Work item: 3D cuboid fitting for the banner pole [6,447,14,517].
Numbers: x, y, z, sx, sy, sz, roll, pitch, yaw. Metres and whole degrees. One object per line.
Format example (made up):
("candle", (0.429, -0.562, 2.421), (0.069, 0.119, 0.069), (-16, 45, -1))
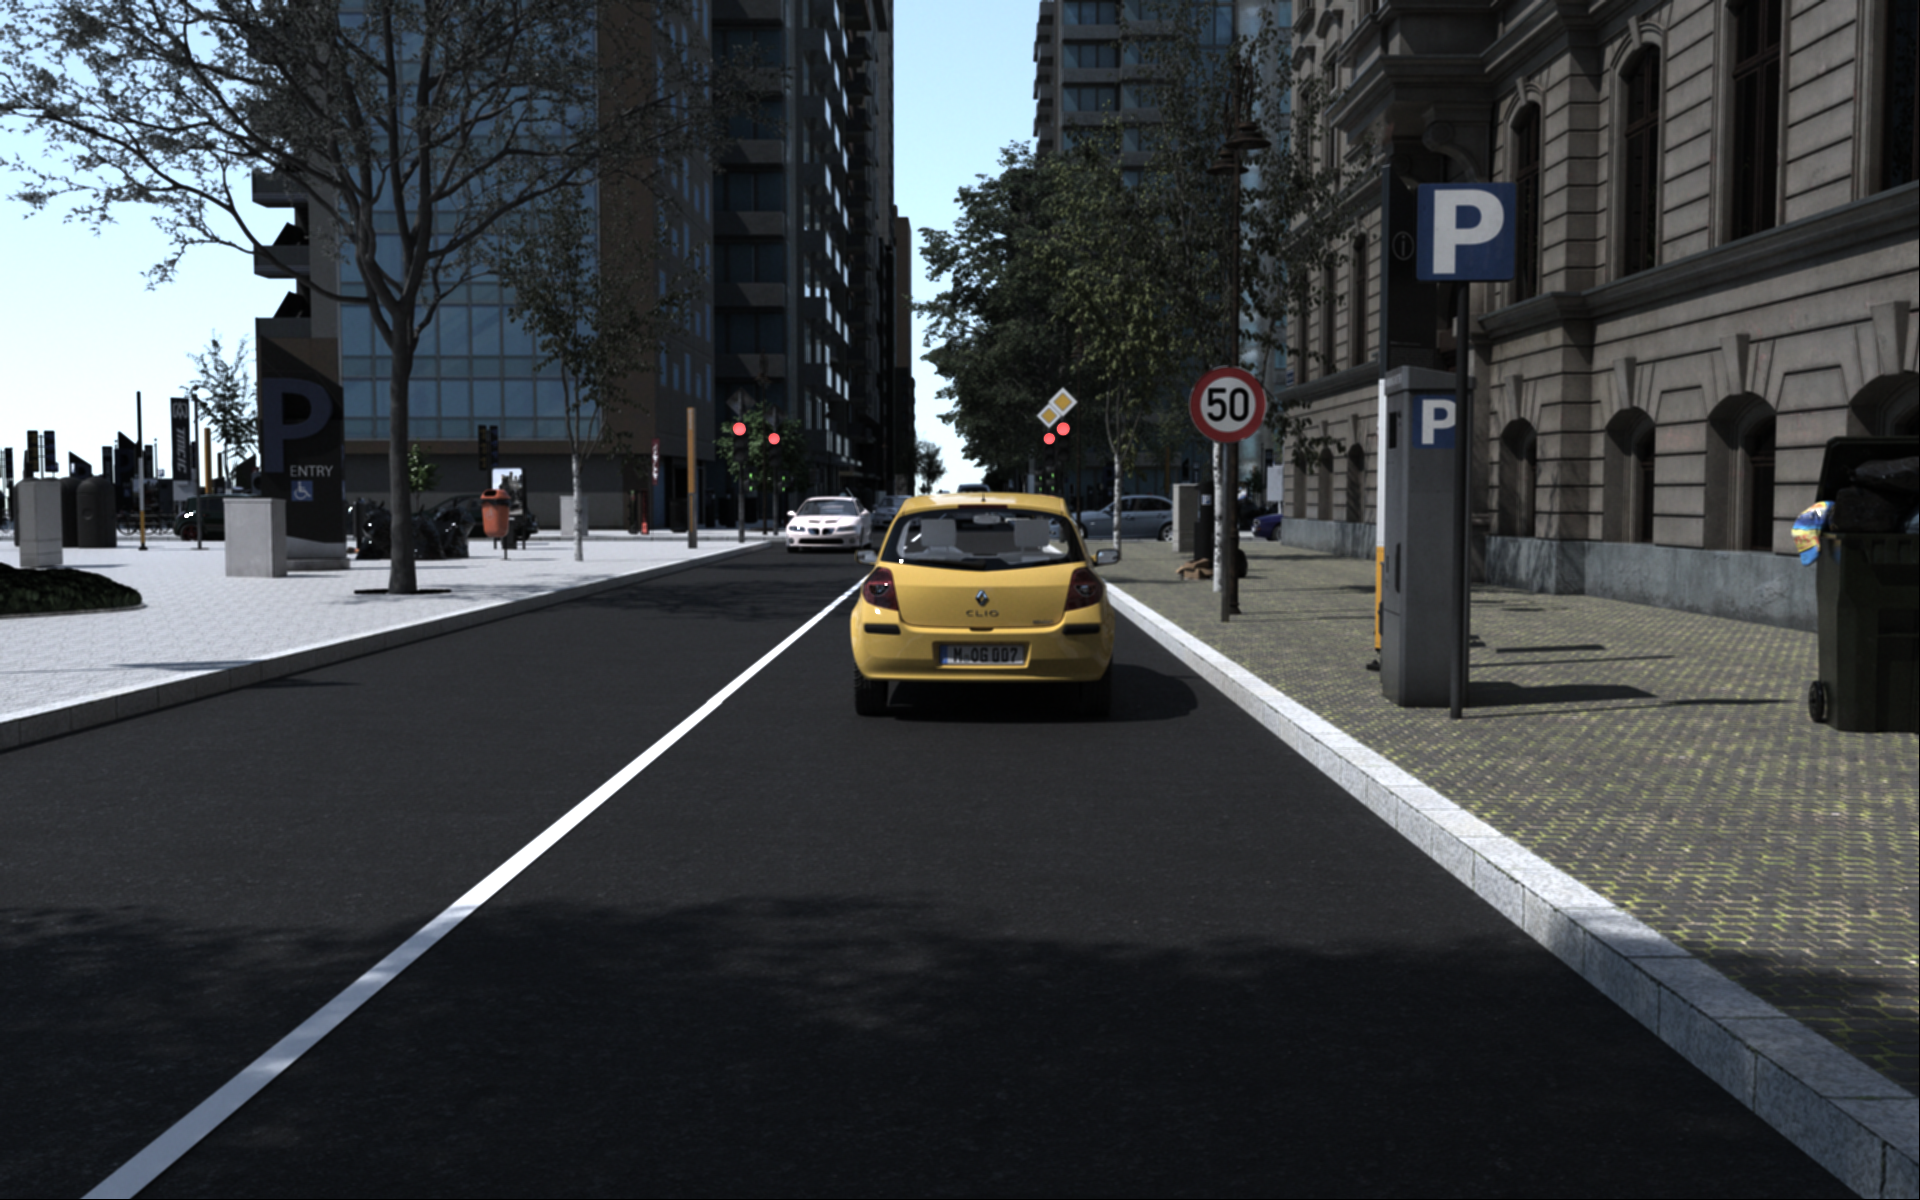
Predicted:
("banner pole", (-50.849, -6.282, 92.728), (0.863, 3.779, 0.401), (2, 4, 30))

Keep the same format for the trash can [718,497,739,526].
("trash can", (-9.534, -3.605, 70.591), (0.748, 1.137, 0.748), (0, 3, 0))

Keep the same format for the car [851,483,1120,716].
("car", (0.191, -0.149, 12.653), (2.015, 1.641, 3.980), (0, 4, 2))

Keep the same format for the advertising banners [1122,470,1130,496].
("advertising banners", (11.866, -7.816, 123.982), (0.090, 3.025, 2.074), (-1, 4, -9))

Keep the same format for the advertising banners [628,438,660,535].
("advertising banners", (-9.950, -3.570, 54.560), (0.090, 3.025, 2.074), (-3, 4, -38))

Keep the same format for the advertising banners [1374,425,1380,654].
("advertising banners", (3.480, -1.108, 14.305), (0.090, 3.025, 2.074), (1, 4, 14))

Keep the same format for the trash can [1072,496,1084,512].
("trash can", (7.062, -5.615, 103.453), (0.748, 1.137, 0.748), (0, 3, 0))

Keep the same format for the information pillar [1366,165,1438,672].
("information pillar", (3.229, -1.297, 12.559), (0.504, 3.616, 0.183), (-2, 4, -28))

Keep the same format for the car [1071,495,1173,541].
("car", (4.741, -2.308, 49.742), (4.499, 1.417, 2.014), (0, 4, 1))

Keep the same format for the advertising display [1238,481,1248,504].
("advertising display", (14.141, -5.045, 87.703), (0.974, 1.923, 0.123), (3, 4, 38))

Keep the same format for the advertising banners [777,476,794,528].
("advertising banners", (-6.653, -4.273, 66.058), (0.090, 3.025, 2.074), (-2, 4, -25))

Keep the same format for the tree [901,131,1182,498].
("tree", (3.132, -9.415, 60.594), (9.857, 13.997, 8.962), (0, 3, 0))

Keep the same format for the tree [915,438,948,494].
("tree", (-5.566, -21.557, 286.871), (8.767, 10.594, 7.601), (3, 4, 36))

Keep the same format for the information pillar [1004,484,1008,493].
("information pillar", (3.185, -7.096, 120.509), (0.304, 2.012, 0.304), (0, 4, 5))

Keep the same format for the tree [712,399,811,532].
("tree", (-6.813, -4.647, 59.696), (4.285, 4.588, 4.351), (0, 3, 0))

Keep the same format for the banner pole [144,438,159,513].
("banner pole", (-36.147, -5.353, 77.531), (0.401, 3.779, 0.863), (1, 4, 23))

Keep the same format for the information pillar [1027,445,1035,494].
("information pillar", (3.008, -5.020, 73.435), (0.183, 3.616, 0.504), (2, 4, 35))

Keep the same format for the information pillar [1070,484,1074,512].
("information pillar", (8.064, -7.363, 124.882), (0.304, 2.012, 0.304), (1, 4, 8))

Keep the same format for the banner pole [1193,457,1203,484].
("banner pole", (15.942, -7.696, 115.847), (0.863, 3.779, 0.401), (-1, 4, -16))

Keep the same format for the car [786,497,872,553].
("car", (-3.264, -1.925, 43.842), (2.083, 1.381, 4.827), (0, 4, 2))

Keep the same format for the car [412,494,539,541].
("car", (-14.446, -2.495, 50.575), (4.222, 1.686, 2.009), (0, 4, 2))

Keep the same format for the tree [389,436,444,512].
("tree", (-18.169, -3.883, 58.095), (1.663, 3.219, 1.824), (0, 3, 0))

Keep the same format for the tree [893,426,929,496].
("tree", (-5.361, -14.518, 187.739), (4.360, 8.622, 3.978), (0, 3, 0))

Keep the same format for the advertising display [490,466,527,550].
("advertising display", (-10.443, -2.133, 40.089), (0.974, 1.923, 0.123), (2, 4, 26))

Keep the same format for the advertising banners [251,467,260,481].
("advertising banners", (-45.705, -6.986, 110.416), (2.074, 3.025, 0.090), (-1, 4, -18))

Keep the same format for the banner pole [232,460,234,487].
("banner pole", (-53.564, -8.418, 127.659), (0.401, 3.779, 0.863), (-1, 4, -19))

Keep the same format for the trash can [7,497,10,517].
("trash can", (-53.068, -5.227, 97.120), (0.748, 1.137, 0.748), (0, 3, 0))

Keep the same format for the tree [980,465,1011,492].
("tree", (4.281, -12.894, 194.522), (4.285, 4.588, 4.351), (0, 3, 0))

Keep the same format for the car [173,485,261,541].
("car", (-19.960, -2.390, 48.863), (4.222, 1.686, 2.009), (0, 4, -1))

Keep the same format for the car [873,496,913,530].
("car", (-2.523, -3.605, 71.298), (2.083, 1.381, 4.827), (0, 4, 1))

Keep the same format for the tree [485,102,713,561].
("tree", (-7.086, -5.037, 32.714), (4.360, 8.622, 3.978), (0, 3, 0))

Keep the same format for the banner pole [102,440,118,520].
("banner pole", (-39.015, -5.483, 79.671), (0.401, 3.779, 0.863), (3, 5, 43))

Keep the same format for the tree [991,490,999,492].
("tree", (4.411, -13.306, 212.156), (1.663, 3.219, 1.824), (0, 3, 0))

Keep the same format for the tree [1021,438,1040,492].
("tree", (4.890, -11.071, 131.372), (4.360, 8.622, 3.978), (0, 3, 0))

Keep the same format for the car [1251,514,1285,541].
("car", (10.277, -2.240, 49.209), (3.894, 1.354, 1.945), (0, 4, 2))

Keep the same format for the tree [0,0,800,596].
("tree", (-7.260, -6.836, 22.134), (12.009, 13.543, 11.850), (0, 3, 0))

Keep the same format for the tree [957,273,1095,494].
("tree", (3.260, -10.221, 85.233), (7.486, 12.596, 7.792), (0, 3, 0))

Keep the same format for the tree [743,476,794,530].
("tree", (-7.076, -4.152, 62.488), (1.663, 3.219, 1.824), (0, 3, 0))

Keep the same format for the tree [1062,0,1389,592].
("tree", (3.381, -4.398, 22.271), (4.360, 8.622, 3.978), (0, 3, 0))

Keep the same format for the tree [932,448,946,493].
("tree", (-4.608, -19.482, 268.885), (4.737, 8.622, 4.395), (0, 3, 0))

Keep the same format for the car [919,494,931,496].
("car", (-2.325, -6.862, 124.197), (2.014, 1.417, 4.499), (0, 4, 2))

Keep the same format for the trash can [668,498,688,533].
("trash can", (-9.327, -2.809, 57.580), (0.748, 1.137, 0.748), (0, 3, 0))

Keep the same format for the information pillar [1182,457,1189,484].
("information pillar", (14.251, -7.211, 109.262), (0.504, 3.616, 0.183), (3, 4, 37))

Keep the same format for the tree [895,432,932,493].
("tree", (-6.097, -15.586, 205.195), (4.737, 8.622, 4.395), (0, 3, 0))

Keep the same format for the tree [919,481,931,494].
("tree", (-5.367, -15.878, 254.201), (1.663, 3.219, 1.824), (0, 3, 0))

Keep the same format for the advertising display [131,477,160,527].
("advertising display", (-31.485, -3.776, 66.959), (0.974, 1.923, 0.123), (-2, 4, -34))

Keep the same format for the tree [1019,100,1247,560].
("tree", (3.295, -5.079, 33.402), (4.737, 8.622, 4.395), (0, 3, 0))

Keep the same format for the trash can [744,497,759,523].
("trash can", (-9.194, -3.931, 75.931), (0.748, 1.137, 0.748), (0, 3, 0))

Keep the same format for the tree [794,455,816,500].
("tree", (-7.022, -4.663, 70.835), (1.663, 3.219, 1.824), (0, 3, 0))

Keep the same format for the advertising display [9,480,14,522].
("advertising display", (-44.249, -4.622, 80.787), (0.123, 1.923, 0.974), (-2, 4, -25))

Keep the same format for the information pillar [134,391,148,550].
("information pillar", (-18.747, -2.953, 39.644), (0.183, 3.616, 0.504), (-2, 4, -24))
